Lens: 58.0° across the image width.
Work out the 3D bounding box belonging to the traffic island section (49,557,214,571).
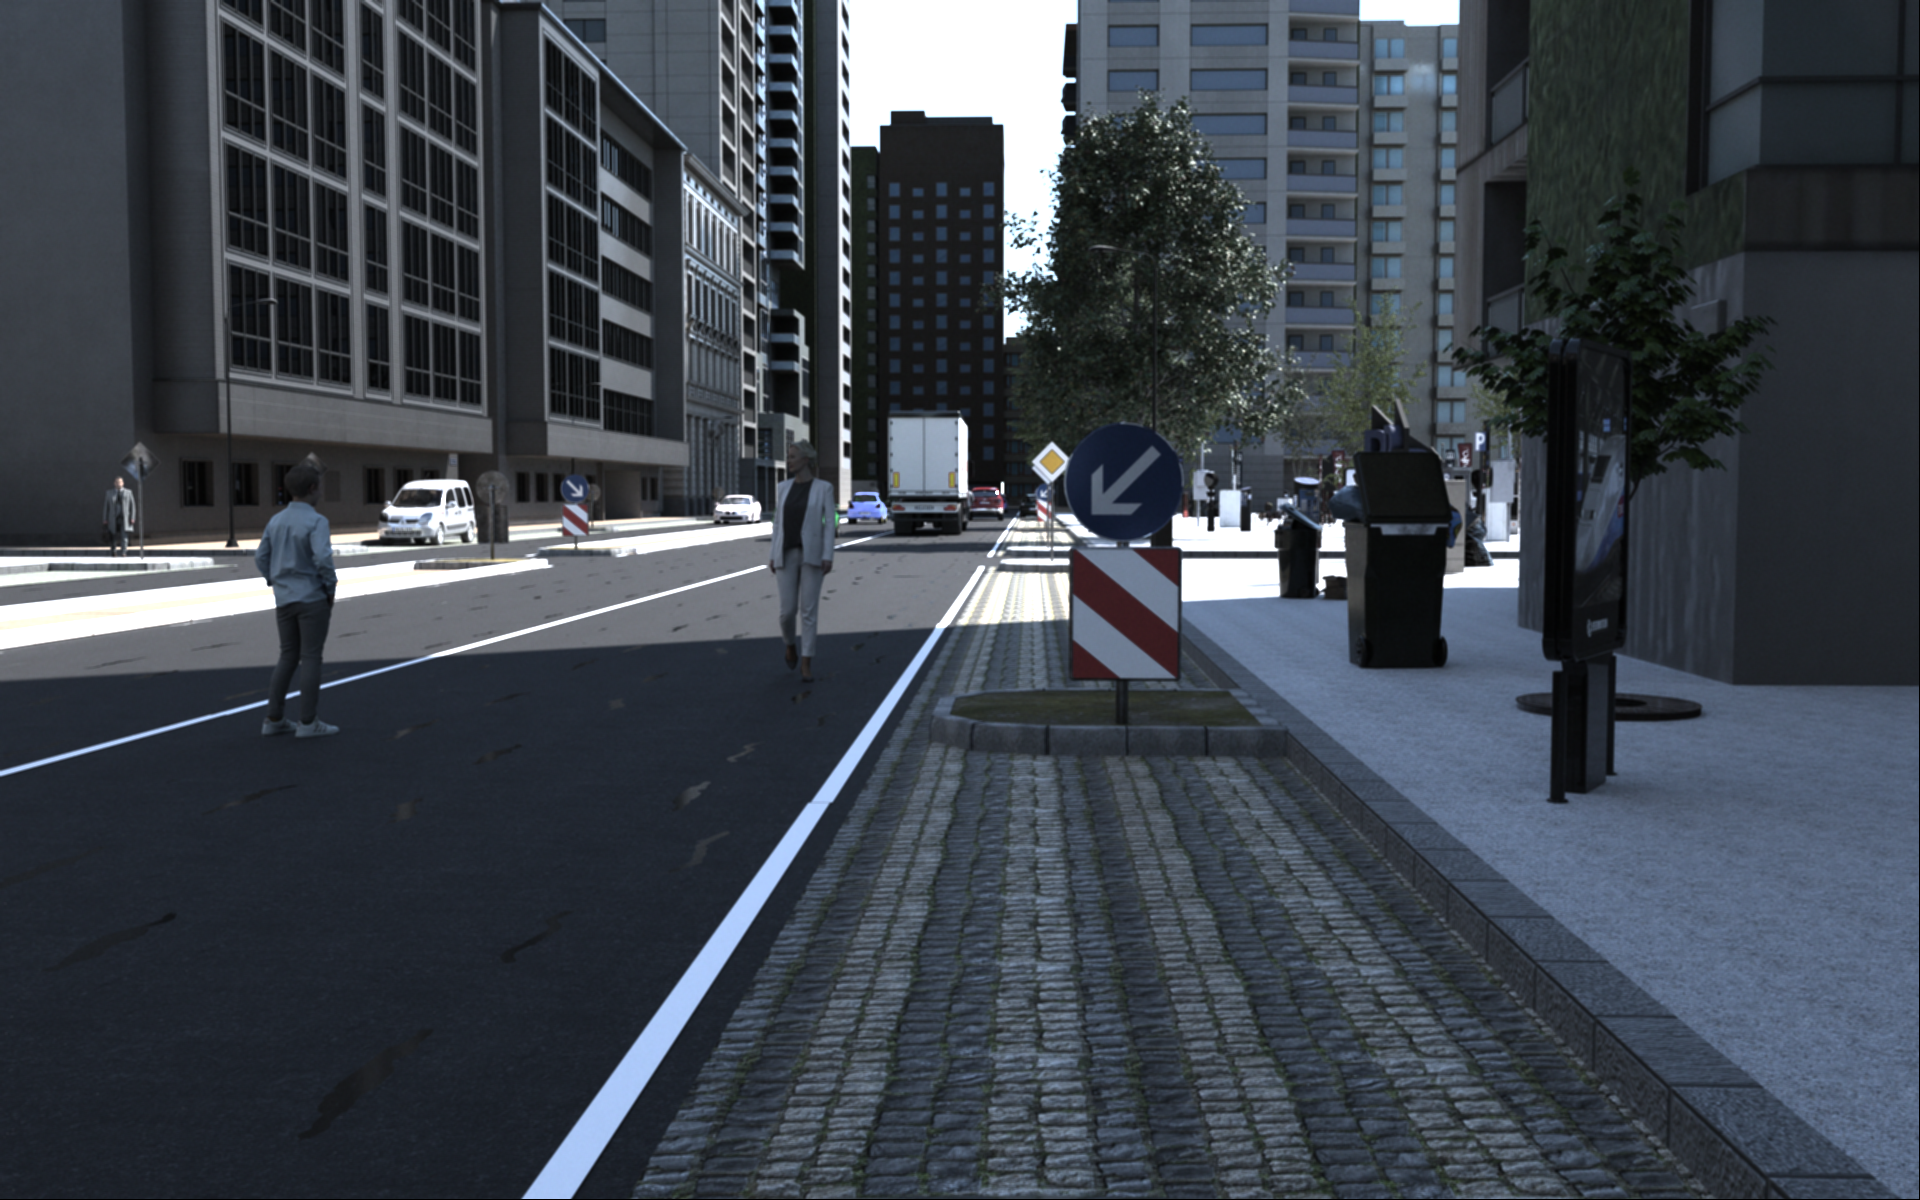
[{"bbox_3d":[-15.819,-0.683,33.452,2.009,0.180,2.903,0,4,2],"label":"traffic island section"}]

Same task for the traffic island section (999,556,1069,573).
[{"bbox_3d":[1.757,-0.639,32.722,2.009,0.180,2.903,0,4,2],"label":"traffic island section"}]

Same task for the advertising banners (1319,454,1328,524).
[{"bbox_3d":[15.670,-4.790,74.501,0.090,3.025,2.074,0,3,0],"label":"advertising banners"}]

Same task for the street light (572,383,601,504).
[{"bbox_3d":[-15.709,-6.122,72.643,1.470,5.913,1.316,0,4,2],"label":"street light"}]

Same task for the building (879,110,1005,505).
[{"bbox_3d":[-1.824,-33.958,205.329,14.200,45.320,14.600,0,4,2],"label":"building"}]

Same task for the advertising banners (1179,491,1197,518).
[{"bbox_3d":[12.169,-5.938,93.271,2.074,3.025,0.090,-3,5,-42],"label":"advertising banners"}]

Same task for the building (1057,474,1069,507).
[{"bbox_3d":[17.330,-25.208,183.859,14.160,30.474,14.107,0,4,2],"label":"building"}]

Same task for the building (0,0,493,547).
[{"bbox_3d":[-25.019,-15.896,53.414,14.314,27.812,24.014,0,4,2],"label":"building"}]

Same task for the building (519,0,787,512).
[{"bbox_3d":[-23.616,-42.055,125.855,20.563,71.187,20.611,0,4,2],"label":"building"}]

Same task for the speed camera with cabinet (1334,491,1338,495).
[{"bbox_3d":[21.390,-6.224,96.106,2.038,3.252,0.660,1,4,16],"label":"speed camera with cabinet"}]

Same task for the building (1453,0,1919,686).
[{"bbox_3d":[12.481,-20.386,16.911,14.154,41.232,14.086,0,4,2],"label":"building"}]

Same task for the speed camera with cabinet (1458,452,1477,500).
[{"bbox_3d":[24.196,-5.362,82.012,2.038,3.252,0.660,-1,4,-8],"label":"speed camera with cabinet"}]

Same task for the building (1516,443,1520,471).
[{"bbox_3d":[68.290,-45.258,178.213,20.611,71.187,20.563,0,4,2],"label":"building"}]

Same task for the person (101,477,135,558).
[{"bbox_3d":[-18.610,-1.815,38.275,0.694,1.812,0.767,-2,4,-24],"label":"person"}]

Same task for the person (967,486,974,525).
[{"bbox_3d":[0.332,-4.330,79.142,0.661,1.843,0.795,-1,4,-17],"label":"person"}]

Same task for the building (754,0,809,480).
[{"bbox_3d":[-24.455,-51.286,151.201,22.319,86.520,31.000,0,4,2],"label":"building"}]

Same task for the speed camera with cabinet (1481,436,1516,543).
[{"bbox_3d":[14.442,-3.192,46.519,0.660,3.252,2.038,1,4,9],"label":"speed camera with cabinet"}]

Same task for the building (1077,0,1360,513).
[{"bbox_3d":[19.404,-36.088,132.035,21.231,58.520,28.212,0,4,2],"label":"building"}]

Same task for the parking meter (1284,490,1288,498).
[{"bbox_3d":[20.399,-6.103,108.202,0.372,1.533,0.369,0,3,0],"label":"parking meter"}]

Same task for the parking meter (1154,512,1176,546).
[{"bbox_3d":[2.917,-1.171,24.853,0.255,1.863,0.399,0,4,4],"label":"parking meter"}]

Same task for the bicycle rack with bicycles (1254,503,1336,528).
[{"bbox_3d":[13.138,-3.256,66.624,2.925,0.926,2.852,3,4,37],"label":"bicycle rack with bicycles"}]

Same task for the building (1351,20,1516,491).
[{"bbox_3d":[41.913,-34.175,178.371,30.456,49.044,23.786,0,4,2],"label":"building"}]

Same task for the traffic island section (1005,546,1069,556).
[{"bbox_3d":[2.087,-1.127,40.700,2.009,0.180,2.903,0,4,2],"label":"traffic island section"}]

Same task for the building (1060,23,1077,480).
[{"bbox_3d":[20.449,-30.975,161.071,22.147,44.769,28.867,0,4,2],"label":"building"}]

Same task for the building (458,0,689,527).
[{"bbox_3d":[-22.653,-16.036,81.251,14.314,24.678,30.058,0,4,2],"label":"building"}]

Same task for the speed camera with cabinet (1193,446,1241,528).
[{"bbox_3d":[10.033,-4.423,66.644,2.038,3.252,0.660,2,4,27],"label":"speed camera with cabinet"}]

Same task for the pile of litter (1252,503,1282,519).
[{"bbox_3d":[16.156,-4.712,91.007,1.719,0.858,1.176,1,4,19],"label":"pile of litter"}]

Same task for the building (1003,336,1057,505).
[{"bbox_3d":[20.024,-22.494,212.809,28.899,21.520,27.650,0,4,2],"label":"building"}]

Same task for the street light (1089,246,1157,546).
[{"bbox_3d":[3.109,-3.670,32.539,1.470,5.913,1.316,0,4,2],"label":"street light"}]

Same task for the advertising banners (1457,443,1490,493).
[{"bbox_3d":[17.945,-3.846,59.071,2.074,3.025,0.090,3,4,38],"label":"advertising banners"}]

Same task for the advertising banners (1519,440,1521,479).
[{"bbox_3d":[10.690,-2.139,31.153,2.074,3.025,0.090,-2,4,-30],"label":"advertising banners"}]

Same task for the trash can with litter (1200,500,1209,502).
[{"bbox_3d":[14.291,-5.557,102.242,0.624,1.170,1.055,2,4,24],"label":"trash can with litter"}]

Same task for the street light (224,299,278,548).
[{"bbox_3d":[-16.939,-4.211,41.389,1.470,5.913,1.316,0,4,2],"label":"street light"}]

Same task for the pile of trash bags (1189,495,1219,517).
[{"bbox_3d":[13.609,-5.343,97.103,1.912,1.369,3.447,-1,4,-10],"label":"pile of trash bags"}]

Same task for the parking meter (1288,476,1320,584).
[{"bbox_3d":[4.965,-1.003,24.814,0.372,1.533,0.369,0,3,0],"label":"parking meter"}]

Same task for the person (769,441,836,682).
[{"bbox_3d":[-1.231,-0.314,13.517,0.514,1.842,0.818,0,4,-5],"label":"person"}]

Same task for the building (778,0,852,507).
[{"bbox_3d":[-25.893,-39.142,181.971,28.212,58.520,21.231,0,4,2],"label":"building"}]

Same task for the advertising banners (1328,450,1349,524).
[{"bbox_3d":[15.909,-4.474,69.332,2.074,3.025,0.090,1,4,17],"label":"advertising banners"}]

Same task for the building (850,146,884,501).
[{"bbox_3d":[-16.164,-31.982,206.499,14.086,41.232,14.154,0,4,2],"label":"building"}]

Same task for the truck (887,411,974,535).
[{"bbox_3d":[-1.022,-4.599,64.105,2.839,4.237,11.283,0,4,2],"label":"truck"}]

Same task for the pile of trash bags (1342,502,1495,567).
[{"bbox_3d":[8.162,-1.340,31.669,1.912,1.369,3.447,-1,4,-21],"label":"pile of trash bags"}]

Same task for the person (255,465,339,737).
[{"bbox_3d":[-3.888,0.003,10.259,0.589,1.601,0.330,2,4,33],"label":"person"}]

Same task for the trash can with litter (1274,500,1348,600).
[{"bbox_3d":[4.411,-0.609,21.338,1.055,1.170,0.624,2,4,29],"label":"trash can with litter"}]

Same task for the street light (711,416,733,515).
[{"bbox_3d":[-14.279,-8.023,103.719,1.470,5.913,1.316,0,4,2],"label":"street light"}]

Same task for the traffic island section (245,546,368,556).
[{"bbox_3d":[-15.489,-1.171,41.430,2.009,0.180,2.903,0,4,2],"label":"traffic island section"}]

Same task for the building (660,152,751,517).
[{"bbox_3d":[-19.921,-16.977,106.458,11.050,23.489,19.941,0,4,2],"label":"building"}]

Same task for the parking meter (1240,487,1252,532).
[{"bbox_3d":[9.810,-3.120,59.422,0.372,1.533,0.369,0,3,0],"label":"parking meter"}]
